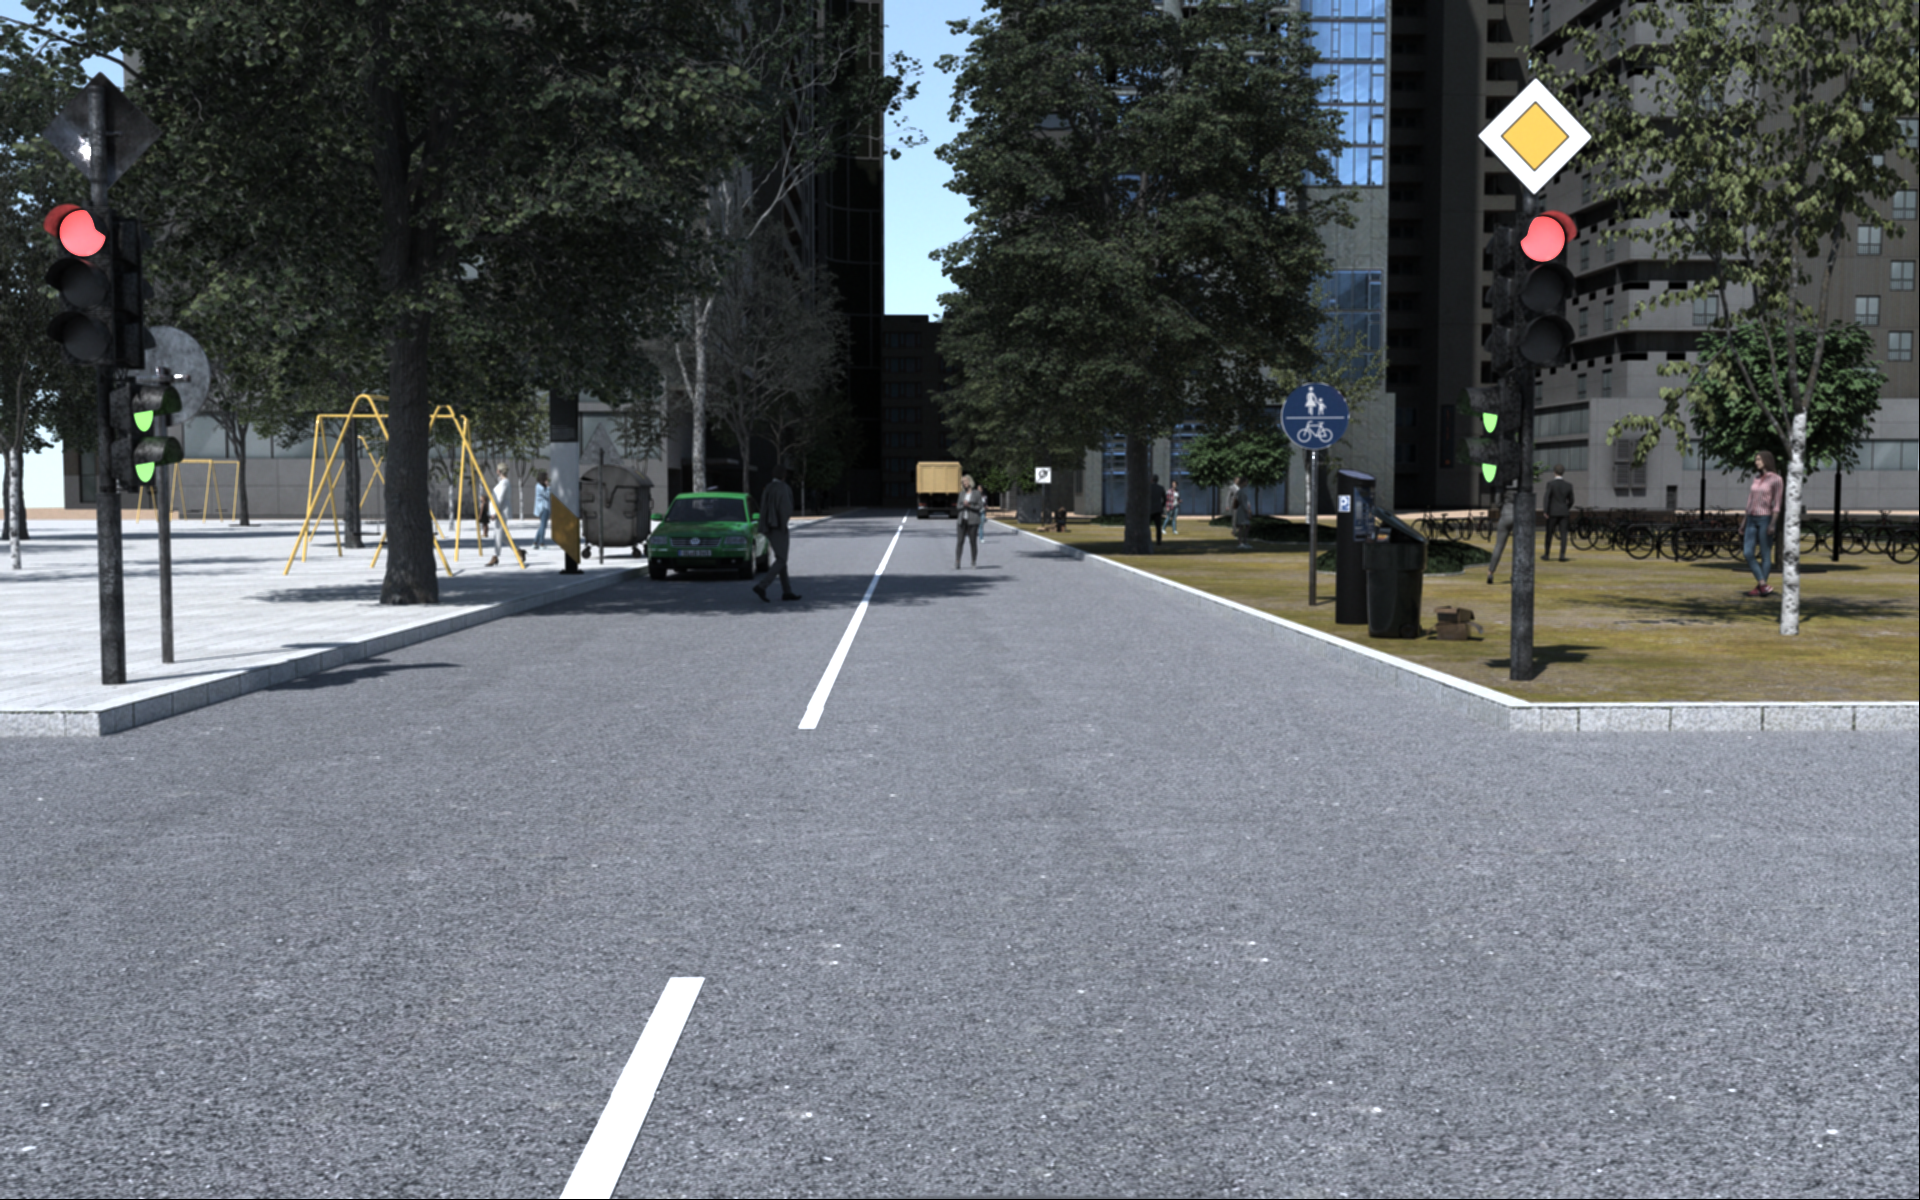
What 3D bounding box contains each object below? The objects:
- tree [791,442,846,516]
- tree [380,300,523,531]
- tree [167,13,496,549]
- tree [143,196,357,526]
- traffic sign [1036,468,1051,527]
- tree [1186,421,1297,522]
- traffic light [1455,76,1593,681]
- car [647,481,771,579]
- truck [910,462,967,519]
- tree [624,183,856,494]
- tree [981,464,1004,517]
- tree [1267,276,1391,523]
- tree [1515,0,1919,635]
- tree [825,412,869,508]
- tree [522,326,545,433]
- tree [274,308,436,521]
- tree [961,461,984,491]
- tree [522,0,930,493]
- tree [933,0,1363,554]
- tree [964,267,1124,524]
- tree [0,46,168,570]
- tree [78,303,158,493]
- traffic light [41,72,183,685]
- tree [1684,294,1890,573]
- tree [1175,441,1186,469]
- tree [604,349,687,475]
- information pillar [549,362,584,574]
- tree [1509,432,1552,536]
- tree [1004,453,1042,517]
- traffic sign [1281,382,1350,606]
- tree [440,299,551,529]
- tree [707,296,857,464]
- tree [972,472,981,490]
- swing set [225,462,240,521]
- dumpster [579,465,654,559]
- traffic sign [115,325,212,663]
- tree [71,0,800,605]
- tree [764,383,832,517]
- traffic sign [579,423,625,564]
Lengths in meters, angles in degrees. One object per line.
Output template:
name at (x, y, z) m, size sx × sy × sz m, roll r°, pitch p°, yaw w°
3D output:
tree at (-9.134, -7.920, 113.198) m, size 4.285 × 4.588 × 4.351 m, roll 0°, pitch 3°, yaw 0°
tree at (-18.000, -6.721, 60.246) m, size 4.360 × 8.622 × 3.978 m, roll 0°, pitch 3°, yaw 0°
tree at (-14.725, -7.480, 40.432) m, size 7.486 × 12.596 × 7.792 m, roll 0°, pitch 3°, yaw 0°
tree at (-28.806, -9.704, 69.033) m, size 12.009 × 13.543 × 11.850 m, roll 0°, pitch 3°, yaw 0°
traffic sign at (3.215, -3.967, 66.996) m, size 0.606 × 2.300 × 0.079 m, roll 0°, pitch 4°, yaw 7°
tree at (12.735, -5.508, 73.762) m, size 4.285 × 4.588 × 4.351 m, roll 0°, pitch 3°, yaw 0°
traffic light at (3.856, -1.402, 11.843) m, size 0.839 × 4.253 × 0.868 m, roll 0°, pitch 4°, yaw -1°
car at (-4.357, -1.326, 30.472) m, size 1.959 × 1.807 × 4.718 m, roll 0°, pitch 4°, yaw -1°
truck at (-1.264, -6.529, 102.673) m, size 3.469 × 3.379 × 9.791 m, roll 0°, pitch 4°, yaw -1°
tree at (-8.507, -9.649, 68.138) m, size 12.009 × 13.543 × 11.850 m, roll 0°, pitch 3°, yaw 0°
tree at (2.300, -6.210, 96.130) m, size 1.663 × 3.219 × 1.824 m, roll 0°, pitch 3°, yaw 0°
tree at (11.672, -6.521, 56.987) m, size 4.737 × 8.622 × 4.395 m, roll 0°, pitch 3°, yaw 0°
tree at (7.542, -4.003, 15.809) m, size 4.737 × 8.622 × 4.395 m, roll 0°, pitch 3°, yaw 0°
tree at (-10.168, -12.464, 154.146) m, size 4.737 × 8.622 × 4.395 m, roll 0°, pitch 3°, yaw 0°
tree at (-18.695, -7.327, 70.160) m, size 4.360 × 8.622 × 3.978 m, roll 0°, pitch 3°, yaw 0°
tree at (-28.646, -8.987, 81.352) m, size 7.601 × 10.594 × 8.767 m, roll 1°, pitch 4°, yaw 14°
tree at (0.585, -10.925, 162.340) m, size 4.285 × 4.588 × 4.351 m, roll 0°, pitch 3°, yaw 0°
tree at (-6.865, -12.065, 53.155) m, size 12.611 × 20.169 × 13.585 m, roll 0°, pitch 3°, yaw 0°
tree at (3.754, -7.961, 36.820) m, size 9.857 × 13.997 × 8.962 m, roll 0°, pitch 3°, yaw 0°
tree at (4.054, -9.472, 72.997) m, size 7.486 × 12.596 × 7.792 m, roll 0°, pitch 3°, yaw 0°
tree at (-16.009, -4.837, 29.455) m, size 4.360 × 8.622 × 3.978 m, roll 0°, pitch 3°, yaw 0°
tree at (-28.465, -6.630, 58.771) m, size 4.737 × 8.622 × 4.395 m, roll 0°, pitch 3°, yaw 0°
traffic light at (-5.702, -1.386, 11.589) m, size 0.839 × 4.253 × 0.868 m, roll 0°, pitch 4°, yaw -1°
tree at (13.530, -2.743, 28.561) m, size 4.285 × 4.588 × 4.351 m, roll 0°, pitch 3°, yaw 0°
tree at (11.793, -5.956, 81.094) m, size 4.285 × 4.588 × 4.351 m, roll 0°, pitch 3°, yaw 0°
tree at (-15.190, -8.116, 83.055) m, size 4.360 × 8.622 × 3.978 m, roll 0°, pitch 3°, yaw 0°
information pillar at (-6.318, -2.225, 27.735) m, size 0.504 × 3.616 × 0.183 m, roll 1°, pitch 4°, yaw 17°
tree at (17.319, -3.630, 53.956) m, size 1.663 × 3.219 × 1.824 m, roll 0°, pitch 3°, yaw 0°
tree at (3.298, -5.227, 80.063) m, size 1.663 × 3.219 × 1.824 m, roll 0°, pitch 3°, yaw 0°
traffic sign at (4.053, -1.207, 19.833) m, size 0.768 × 2.556 × 0.104 m, roll 1°, pitch 4°, yaw 8°
tree at (-17.862, -6.985, 64.562) m, size 4.737 × 8.622 × 4.395 m, roll 0°, pitch 3°, yaw 0°
tree at (-8.290, -8.970, 81.067) m, size 7.601 × 10.594 × 8.767 m, roll 0°, pitch 4°, yaw -7°
tree at (2.070, -6.691, 103.992) m, size 1.663 × 3.219 × 1.824 m, roll 0°, pitch 3°, yaw 0°
swing set at (-35.989, -5.237, 83.251) m, size 3.119 × 2.851 × 2.862 m, roll -1°, pitch 4°, yaw -10°
dumpster at (-6.938, -1.787, 34.981) m, size 1.264 × 1.857 × 1.865 m, roll 0°, pitch 4°, yaw -1°
traffic sign at (-6.020, -0.794, 13.084) m, size 0.768 × 2.556 × 0.104 m, roll 0°, pitch 4°, yaw 6°
tree at (-6.401, -6.938, 20.089) m, size 9.857 × 13.997 × 8.962 m, roll 0°, pitch 3°, yaw 0°
tree at (-9.103, -8.987, 97.301) m, size 4.360 × 8.622 × 3.978 m, roll 0°, pitch 3°, yaw 0°
traffic sign at (-6.568, -1.935, 31.648) m, size 0.884 × 2.594 × 0.081 m, roll 0°, pitch 4°, yaw 5°
